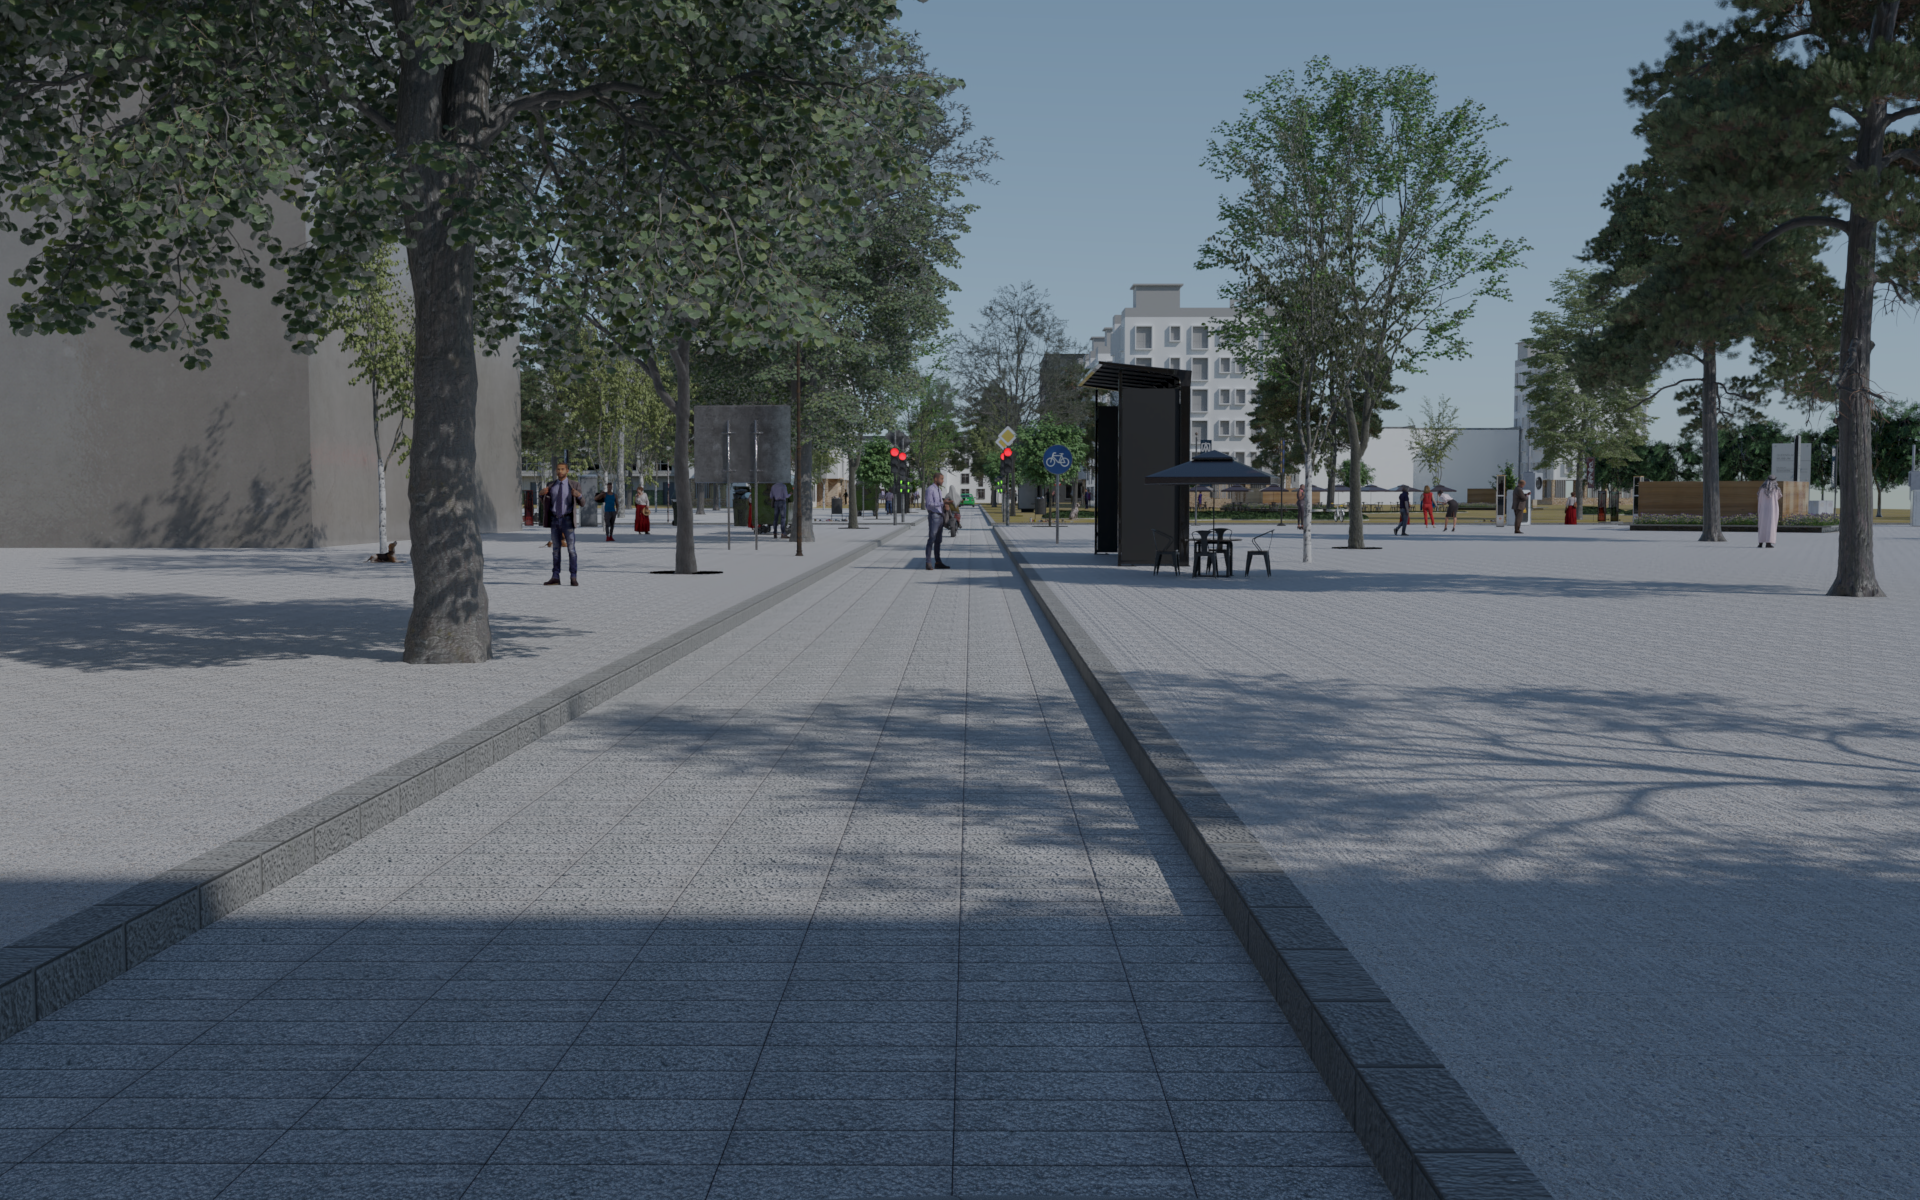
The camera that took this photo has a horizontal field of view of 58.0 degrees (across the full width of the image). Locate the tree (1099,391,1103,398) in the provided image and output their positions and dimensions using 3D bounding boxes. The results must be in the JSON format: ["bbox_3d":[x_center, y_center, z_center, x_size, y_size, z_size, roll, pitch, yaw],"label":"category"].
[{"bbox_3d":[3.089,-11.543,99.097,12.009,13.543,11.850,0,3,0],"label":"tree"}]

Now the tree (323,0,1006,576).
[{"bbox_3d":[-4.551,-7.158,27.406,12.009,13.543,11.850,0,3,0],"label":"tree"}]

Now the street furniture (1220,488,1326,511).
[{"bbox_3d":[23.429,-7.699,132.725,9.812,1.723,11.010,-1,4,-21],"label":"street furniture"}]

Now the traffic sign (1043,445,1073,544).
[{"bbox_3d":[2.513,-2.723,44.623,0.768,2.556,0.104,0,4,3],"label":"traffic sign"}]

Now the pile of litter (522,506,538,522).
[{"bbox_3d":[-19.777,-4.011,79.540,1.719,0.858,1.176,1,4,8],"label":"pile of litter"}]

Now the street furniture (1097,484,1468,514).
[{"bbox_3d":[22.058,-6.679,114.229,27.439,1.986,14.083,-1,4,-10],"label":"street furniture"}]

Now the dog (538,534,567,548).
[{"bbox_3d":[-9.753,-1.468,41.743,0.748,0.427,0.550,0,4,1],"label":"dog"}]

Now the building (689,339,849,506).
[{"bbox_3d":[-20.757,-20.303,188.369,16.016,20.091,11.380,0,4,0],"label":"building"}]

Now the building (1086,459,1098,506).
[{"bbox_3d":[18.591,-14.666,181.938,9.099,9.664,28.070,0,4,0],"label":"building"}]

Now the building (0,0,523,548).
[{"bbox_3d":[-32.288,-15.014,49.994,34.151,26.468,19.350,0,4,0],"label":"building"}]

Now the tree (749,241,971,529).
[{"bbox_3d":[-3.909,-8.438,63.725,9.928,11.665,9.643,0,3,0],"label":"tree"}]

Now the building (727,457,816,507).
[{"bbox_3d":[-18.415,-13.869,168.906,9.099,9.664,28.070,0,4,0],"label":"building"}]

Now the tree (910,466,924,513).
[{"bbox_3d":[-3.370,-7.540,117.885,1.663,3.219,1.824,0,3,0],"label":"tree"}]

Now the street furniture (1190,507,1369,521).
[{"bbox_3d":[15.068,-4.299,85.909,10.072,0.657,5.734,0,4,6],"label":"street furniture"}]

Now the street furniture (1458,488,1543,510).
[{"bbox_3d":[42.058,-8.084,139.023,9.812,1.723,11.010,2,4,28],"label":"street furniture"}]

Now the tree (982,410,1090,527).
[{"bbox_3d":[3.463,-5.139,67.735,4.285,4.588,4.351,0,3,0],"label":"tree"}]

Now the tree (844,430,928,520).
[{"bbox_3d":[-4.118,-6.343,87.415,4.285,4.588,4.351,0,3,0],"label":"tree"}]

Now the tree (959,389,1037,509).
[{"bbox_3d":[4.138,-13.373,153.056,7.601,10.594,8.767,0,4,-3],"label":"tree"}]

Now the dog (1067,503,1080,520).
[{"bbox_3d":[5.571,-4.409,86.468,0.800,0.831,0.513,0,4,8],"label":"dog"}]

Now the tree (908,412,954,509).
[{"bbox_3d":[-2.773,-12.104,148.262,4.737,8.622,4.395,0,3,0],"label":"tree"}]

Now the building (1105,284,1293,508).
[{"bbox_3d":[22.168,-18.647,161.303,16.016,20.091,11.380,0,4,0],"label":"building"}]

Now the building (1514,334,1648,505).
[{"bbox_3d":[74.929,-21.642,210.264,11.380,20.091,16.016,0,4,0],"label":"building"}]

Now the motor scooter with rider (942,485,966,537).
[{"bbox_3d":[-0.193,-2.988,57.815,0.876,1.779,1.986,0,4,1],"label":"motor scooter with rider"}]

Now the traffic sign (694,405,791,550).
[{"bbox_3d":[-4.983,-2.798,39.624,2.265,3.308,0.079,0,4,7],"label":"traffic sign"}]

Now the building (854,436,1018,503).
[{"bbox_3d":[-1.918,-19.048,253.585,28.070,9.664,9.099,0,4,0],"label":"building"}]

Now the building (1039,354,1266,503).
[{"bbox_3d":[28.718,-25.591,262.388,32.646,21.610,27.936,0,4,0],"label":"building"}]

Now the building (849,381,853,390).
[{"bbox_3d":[-18.966,-21.706,211.307,11.380,20.091,16.016,0,4,0],"label":"building"}]

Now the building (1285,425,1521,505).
[{"bbox_3d":[55.235,-16.696,215.124,28.070,9.664,9.099,0,4,0],"label":"building"}]

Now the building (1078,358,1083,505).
[{"bbox_3d":[22.374,-21.830,213.341,16.016,20.091,11.380,0,4,0],"label":"building"}]

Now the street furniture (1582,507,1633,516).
[{"bbox_3d":[42.026,-5.372,103.462,5.734,0.657,10.072,-1,4,-18],"label":"street furniture"}]

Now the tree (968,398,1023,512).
[{"bbox_3d":[2.889,-10.810,127.102,4.737,8.622,4.395,0,3,0],"label":"tree"}]

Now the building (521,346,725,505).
[{"bbox_3d":[-40.626,-21.095,211.367,31.486,18.905,16.747,0,4,0],"label":"building"}]

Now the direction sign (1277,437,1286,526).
[{"bbox_3d":[12.919,-4.742,69.524,0.379,3.537,0.876,1,4,20],"label":"direction sign"}]

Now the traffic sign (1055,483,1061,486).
[{"bbox_3d":[6.301,-6.852,112.137,0.768,2.556,0.104,0,4,5],"label":"traffic sign"}]

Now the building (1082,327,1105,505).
[{"bbox_3d":[22.973,-21.128,201.865,16.016,20.091,11.380,0,4,0],"label":"building"}]

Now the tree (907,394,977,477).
[{"bbox_3d":[-2.611,-18.981,217.764,7.806,13.903,7.818,0,3,0],"label":"tree"}]

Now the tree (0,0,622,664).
[{"bbox_3d":[-3.855,-6.506,13.021,9.857,13.997,8.962,0,3,0],"label":"tree"}]

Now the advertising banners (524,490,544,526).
[{"bbox_3d":[-17.367,-4.502,69.795,2.074,3.025,0.090,2,4,30],"label":"advertising banners"}]

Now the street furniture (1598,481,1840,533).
[{"bbox_3d":[27.432,-3.271,60.336,11.010,1.723,9.812,2,4,35],"label":"street furniture"}]

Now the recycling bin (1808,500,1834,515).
[{"bbox_3d":[33.716,-3.387,67.936,0.722,1.027,0.722,-1,4,-11],"label":"recycling bin"}]

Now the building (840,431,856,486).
[{"bbox_3d":[-31.672,-23.880,256.898,31.486,18.905,16.747,0,4,0],"label":"building"}]

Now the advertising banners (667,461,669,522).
[{"bbox_3d":[-13.288,-5.055,78.832,0.090,3.025,2.074,-1,4,-8],"label":"advertising banners"}]

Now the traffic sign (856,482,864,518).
[{"bbox_3d":[-5.237,-5.740,93.859,0.884,2.594,0.081,0,4,8],"label":"traffic sign"}]

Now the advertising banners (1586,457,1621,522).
[{"bbox_3d":[30.035,-5.182,80.915,0.090,3.025,2.074,-2,4,-27],"label":"advertising banners"}]

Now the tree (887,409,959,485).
[{"bbox_3d":[-3.039,-14.785,176.146,8.767,10.594,7.601,-1,4,-13],"label":"tree"}]
